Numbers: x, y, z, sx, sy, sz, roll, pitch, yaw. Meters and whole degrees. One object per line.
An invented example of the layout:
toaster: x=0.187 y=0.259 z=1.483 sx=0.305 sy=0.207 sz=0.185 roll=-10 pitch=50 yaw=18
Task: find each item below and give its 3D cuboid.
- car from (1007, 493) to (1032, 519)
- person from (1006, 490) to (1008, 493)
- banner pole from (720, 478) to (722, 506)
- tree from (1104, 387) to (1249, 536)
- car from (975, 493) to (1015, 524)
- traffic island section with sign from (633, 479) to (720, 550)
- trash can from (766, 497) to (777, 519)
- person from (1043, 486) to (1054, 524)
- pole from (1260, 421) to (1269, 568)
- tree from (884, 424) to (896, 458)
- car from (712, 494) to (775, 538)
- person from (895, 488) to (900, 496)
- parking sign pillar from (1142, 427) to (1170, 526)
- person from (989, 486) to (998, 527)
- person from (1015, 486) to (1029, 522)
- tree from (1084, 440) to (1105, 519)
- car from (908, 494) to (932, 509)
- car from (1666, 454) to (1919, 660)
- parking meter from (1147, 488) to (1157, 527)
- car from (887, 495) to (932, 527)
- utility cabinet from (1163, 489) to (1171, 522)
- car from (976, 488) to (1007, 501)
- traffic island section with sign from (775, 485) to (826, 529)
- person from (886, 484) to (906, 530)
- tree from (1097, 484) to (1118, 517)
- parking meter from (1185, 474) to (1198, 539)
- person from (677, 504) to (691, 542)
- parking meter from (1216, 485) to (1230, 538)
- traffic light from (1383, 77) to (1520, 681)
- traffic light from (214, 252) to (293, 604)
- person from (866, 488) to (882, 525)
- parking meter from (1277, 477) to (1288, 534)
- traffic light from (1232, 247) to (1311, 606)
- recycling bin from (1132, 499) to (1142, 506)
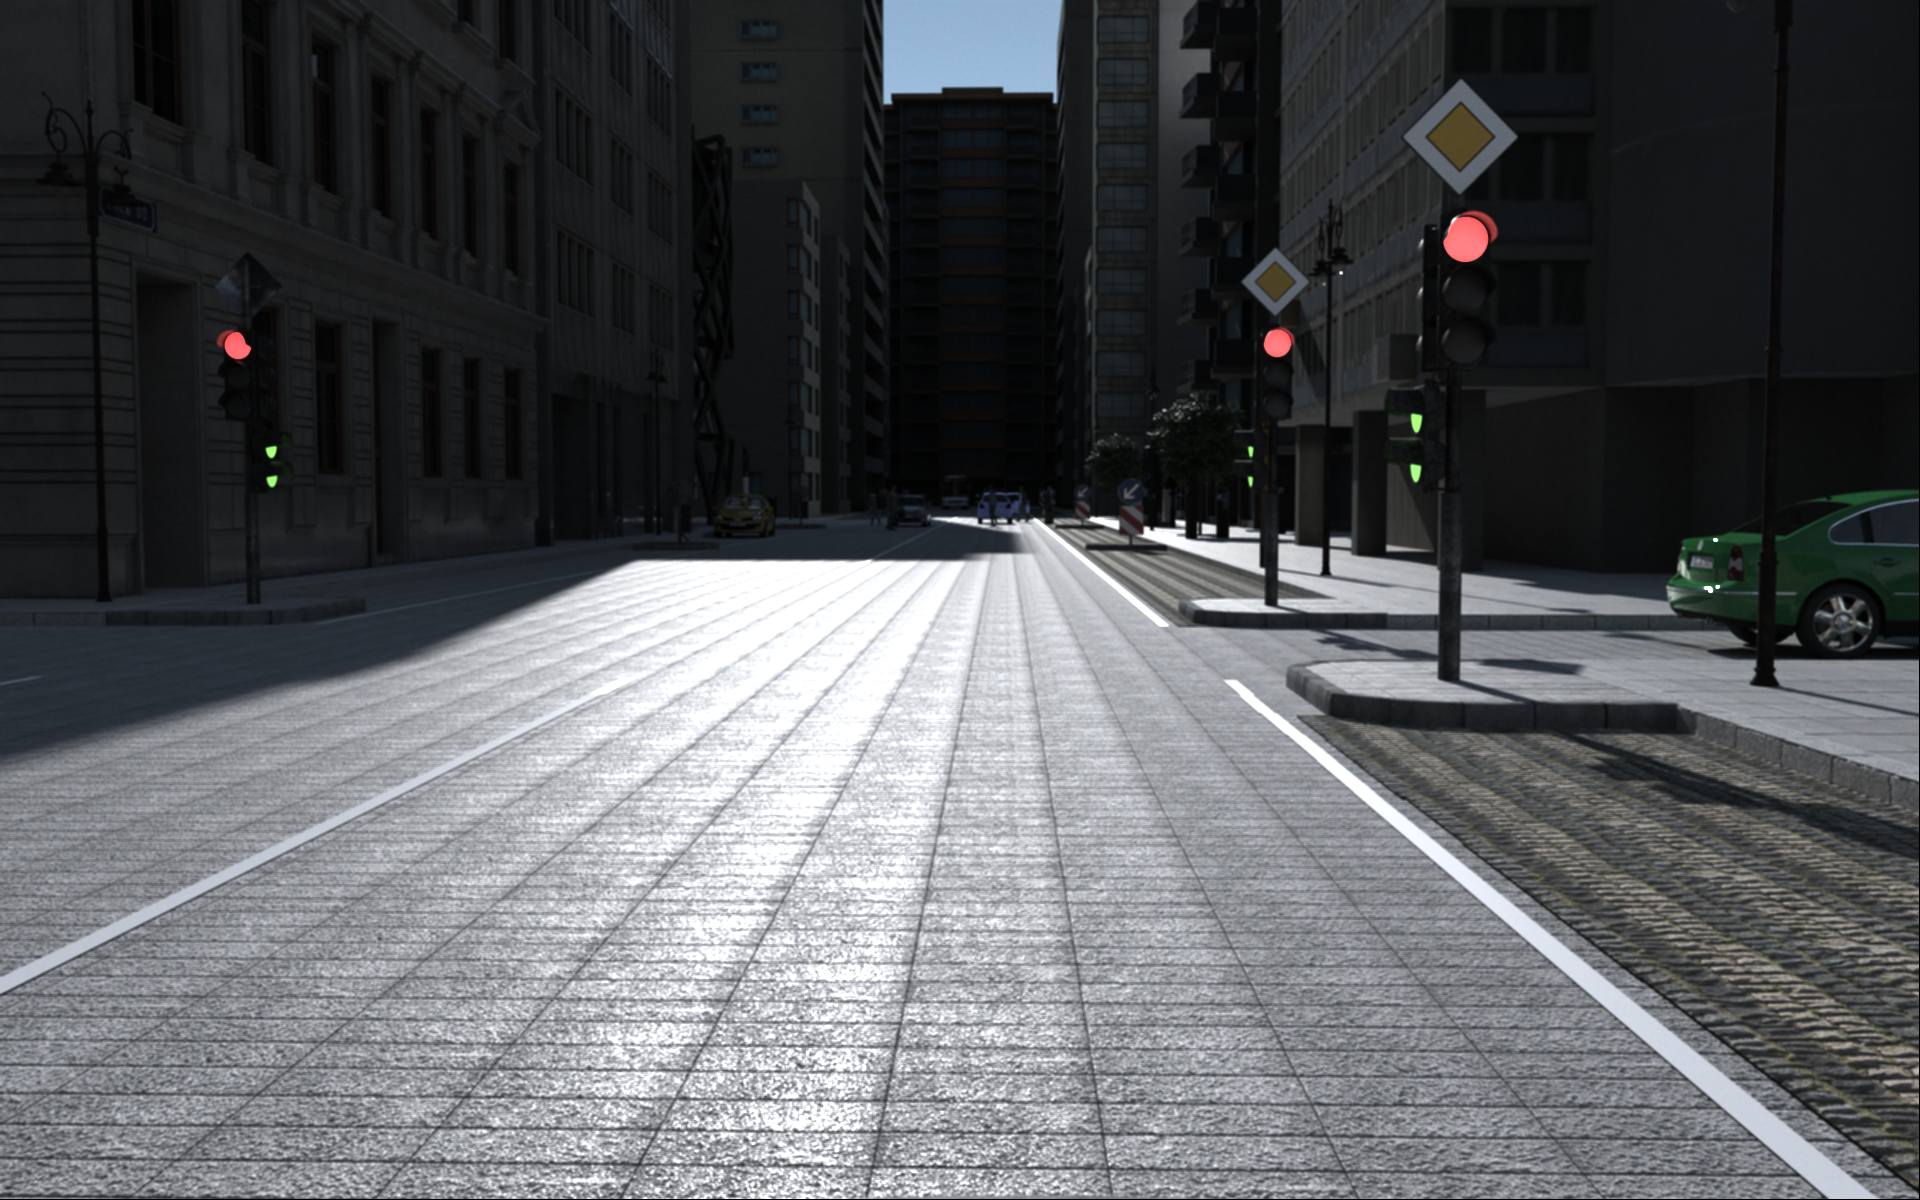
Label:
car: x=3.229 y=-5.600 z=101.150 sx=1.945 sy=1.707 sz=3.694 roll=0 pitch=4 yaw=3
person: x=4.028 y=-8.548 z=148.284 sx=1.348 sy=1.821 sz=0.705 roll=2 pitch=4 yaw=34
banner pole: x=-12.377 y=-6.098 z=89.723 sx=0.401 sy=3.779 sz=0.863 roll=-1 pitch=4 yaw=-10
tree: x=7.311 y=-4.247 z=53.154 sx=4.285 sy=4.588 sz=4.351 roll=0 pitch=3 yaw=0
car: x=1.702 y=-4.580 z=84.467 sx=1.945 sy=1.707 sz=3.694 roll=0 pitch=4 yaw=0
traffic island section with sign: x=-7.320 y=-2.225 z=45.000 sx=1.989 sy=1.847 sz=2.006 roll=0 pitch=4 yaw=1
trash can: x=-9.284 y=-4.471 z=84.749 sx=0.748 sy=1.137 sz=0.748 roll=0 pitch=3 yaw=0
person: x=4.172 y=-4.486 z=82.067 sx=0.699 sy=1.804 sz=1.509 roll=1 pitch=4 yaw=11
pole: x=5.325 y=-2.215 z=30.055 sx=0.158 sy=3.312 sz=0.155 roll=0 pitch=3 yaw=0
tree: x=-7.927 y=-12.526 z=155.160 sx=4.360 sy=8.622 sz=3.978 roll=0 pitch=3 yaw=0
car: x=-7.179 y=-2.909 z=57.793 sx=2.015 sy=1.641 sz=3.980 roll=0 pitch=3 yaw=0
person: x=-4.428 y=-6.828 z=120.151 sx=1.348 sy=1.823 sz=0.705 roll=-1 pitch=4 yaw=-12
parking sign pillar: x=7.710 y=-4.950 z=69.403 sx=1.447 sy=3.967 sz=1.447 roll=2 pitch=4 yaw=25
person: x=1.432 y=-4.054 z=75.129 sx=0.444 sy=1.785 sz=0.601 roll=3 pitch=5 yaw=42
person: x=3.154 y=-4.827 z=87.413 sx=0.713 sy=1.824 sz=0.794 roll=-1 pitch=4 yaw=-21
tree: x=8.134 y=-6.496 z=89.928 sx=4.285 sy=4.588 sz=4.351 roll=0 pitch=3 yaw=0
car: x=-2.689 y=-5.832 z=105.139 sx=2.009 sy=1.686 sz=4.222 roll=0 pitch=4 yaw=1
car: x=8.959 y=-0.420 z=15.657 sx=4.718 sy=1.807 sz=1.959 roll=0 pitch=4 yaw=2
parking meter: x=7.508 y=-3.620 z=67.594 sx=0.372 sy=1.533 sz=0.369 roll=0 pitch=3 yaw=0
car: x=-2.237 y=-3.987 z=77.187 sx=2.014 sy=1.417 sz=4.499 roll=0 pitch=4 yaw=2
utility cabinet: x=8.515 y=-3.815 z=71.061 sx=0.318 sy=1.500 sz=1.173 roll=0 pitch=4 yaw=5
car: x=2.161 y=-6.273 z=111.233 sx=2.281 sy=1.827 sz=5.304 roll=0 pitch=4 yaw=0
traffic island section with sign: x=-6.609 y=-3.884 z=72.139 sx=1.989 sy=1.847 sz=2.006 roll=0 pitch=4 yaw=1
person: x=-2.617 y=-3.652 z=68.330 sx=0.853 sy=1.813 sz=0.709 roll=2 pitch=4 yaw=26
tree: x=8.307 y=-6.363 z=98.640 sx=1.663 sy=3.219 sz=1.824 roll=0 pitch=3 yaw=0
parking meter: x=6.614 y=-2.676 z=49.468 sx=0.255 sy=1.863 sz=0.399 roll=-1 pitch=4 yaw=-9
person: x=-7.563 y=-2.041 z=46.886 sx=0.505 sy=1.210 sz=0.382 roll=-3 pitch=5 yaw=-45
parking meter: x=7.719 y=-2.595 z=50.844 sx=0.372 sy=1.533 sz=0.369 roll=0 pitch=3 yaw=0
traffic light: x=3.361 y=-1.403 z=11.861 sx=0.839 sy=4.253 sz=0.868 roll=0 pitch=4 yaw=1
traffic light: x=-8.240 y=-1.909 z=20.132 sx=0.839 sy=4.253 sz=0.868 roll=0 pitch=4 yaw=1
person: x=-3.949 y=-4.267 z=79.101 sx=0.643 sy=1.720 sz=0.563 roll=2 pitch=4 yaw=29
parking meter: x=10.347 y=-3.063 z=55.795 sx=0.399 sy=1.863 sz=0.255 roll=1 pitch=4 yaw=13
traffic light: x=3.567 y=-1.891 z=19.844 sx=0.839 sy=4.253 sz=0.868 roll=0 pitch=4 yaw=1
recycling bin: x=8.325 y=-4.168 z=80.703 sx=0.722 sy=1.027 sz=0.722 roll=0 pitch=4 yaw=6
